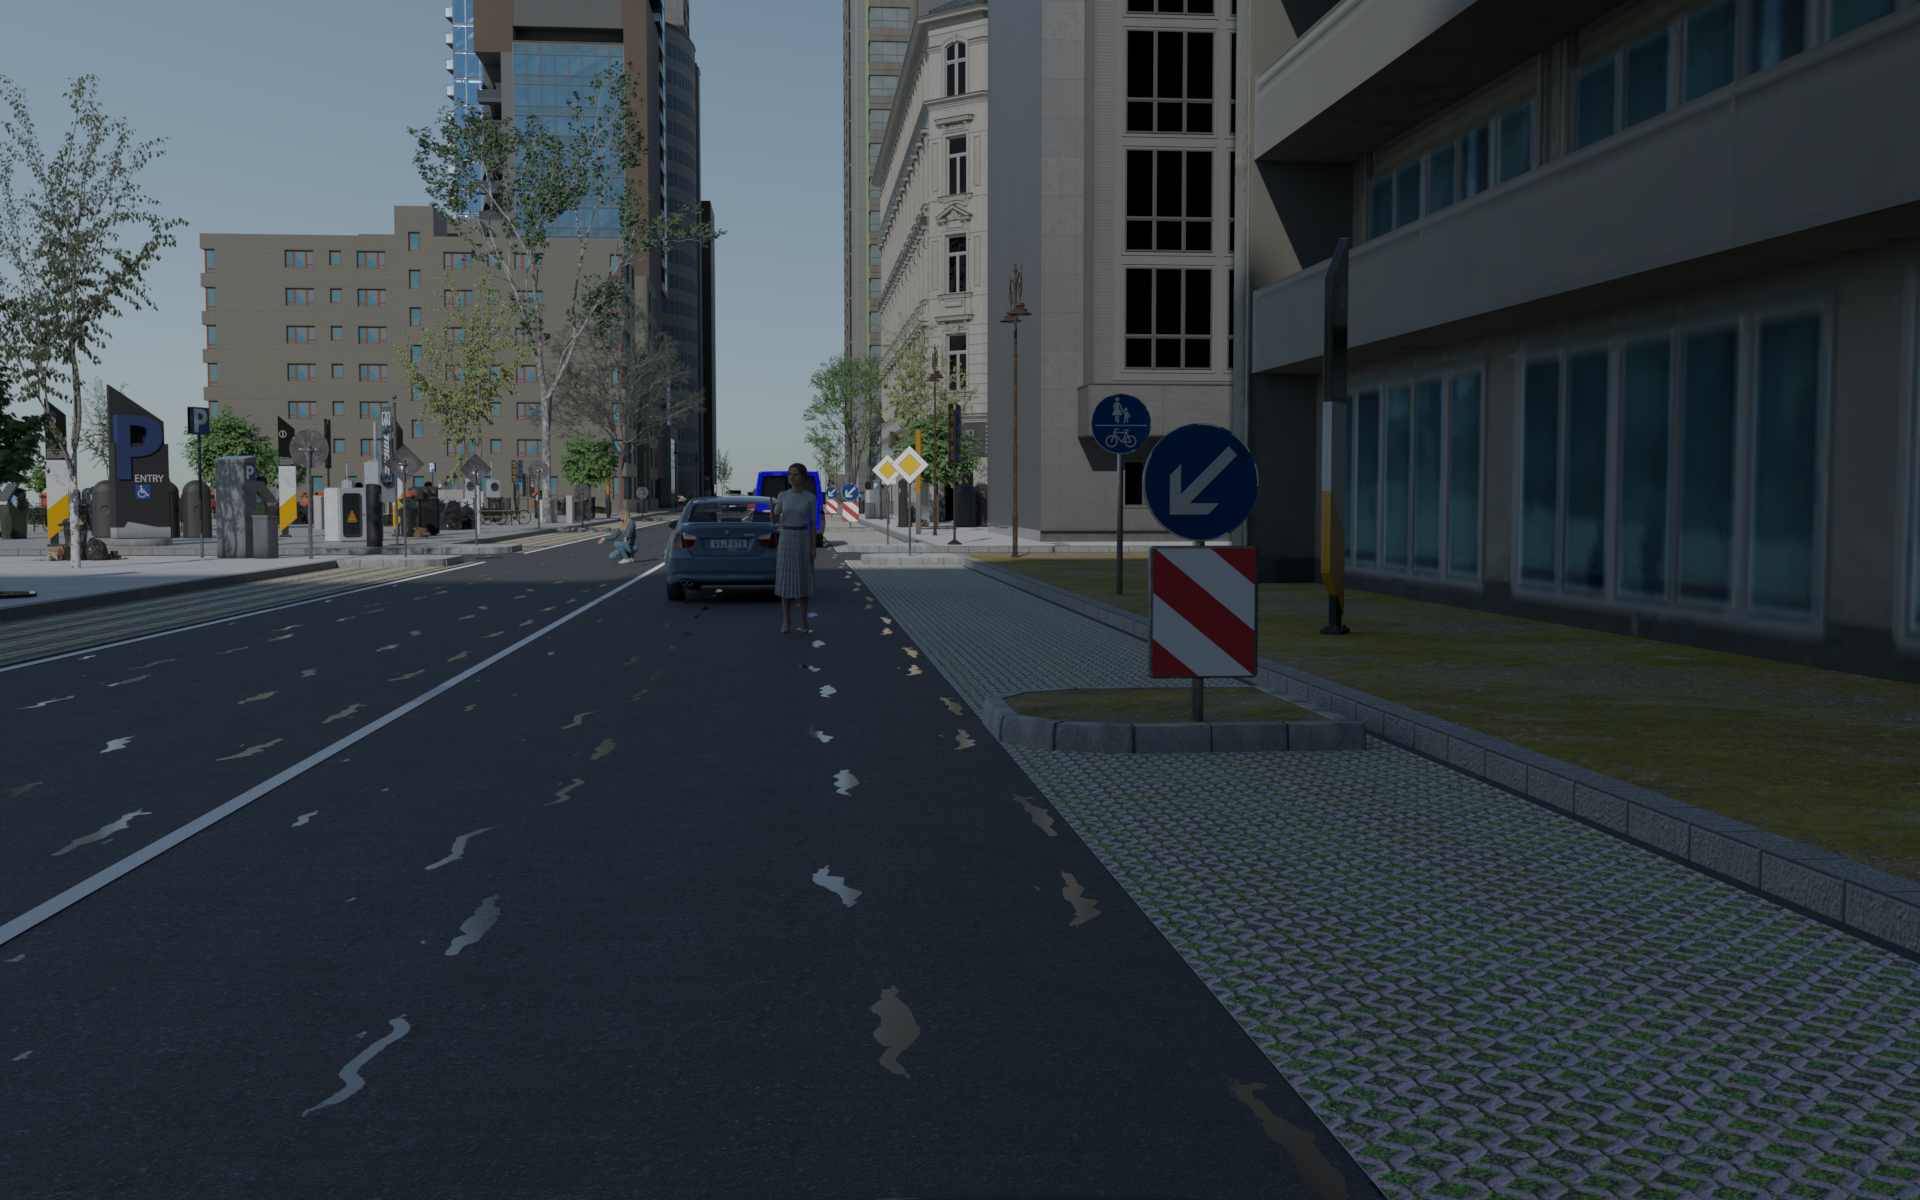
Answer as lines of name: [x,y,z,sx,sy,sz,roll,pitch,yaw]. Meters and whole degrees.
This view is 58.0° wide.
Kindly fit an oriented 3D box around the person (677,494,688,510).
person: [-19.500,-6.727,121.675,0.628,1.438,0.799,2,4,23]

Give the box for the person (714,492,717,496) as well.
person: [-26.098,-10.735,184.931,0.530,1.710,0.541,1,4,18]

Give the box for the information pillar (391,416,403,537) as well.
information pillar: [-16.949,-3.722,52.204,0.504,3.616,0.183,3,4,38]

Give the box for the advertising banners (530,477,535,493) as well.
advertising banners: [-28.169,-7.333,116.076,0.090,3.025,2.074,2,4,27]

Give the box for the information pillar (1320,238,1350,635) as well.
information pillar: [3.411,-1.492,15.751,0.183,3.616,0.504,2,4,28]

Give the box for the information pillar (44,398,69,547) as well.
information pillar: [-22.036,-3.112,42.230,0.504,3.616,0.183,-2,4,-26]

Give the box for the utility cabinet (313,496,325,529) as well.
utility cabinet: [-23.342,-3.193,63.372,0.306,1.237,1.020,0,4,-3]

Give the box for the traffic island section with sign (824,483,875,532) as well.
traffic island section with sign: [-4.267,-3.467,65.319,1.989,1.847,2.006,0,4,-6]

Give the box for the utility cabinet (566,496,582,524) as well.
utility cabinet: [-16.879,-3.950,75.743,0.306,1.237,1.020,1,4,11]

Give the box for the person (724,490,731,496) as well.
person: [-16.586,-7.008,124.015,0.756,1.711,0.436,-2,4,-32]

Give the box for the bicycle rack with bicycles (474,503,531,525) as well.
bicycle rack with bicycles: [-19.445,-3.569,71.739,2.925,0.926,2.852,0,4,-3]

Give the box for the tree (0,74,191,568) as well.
tree: [-15.539,-4.850,29.663,4.360,8.622,3.978,0,3,0]

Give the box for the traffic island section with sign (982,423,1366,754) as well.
traffic island section with sign: [1.172,-0.112,10.462,1.989,1.847,2.006,0,4,-6]

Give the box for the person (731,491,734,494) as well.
person: [-26.675,-11.890,202.843,1.348,1.831,0.705,1,4,21]

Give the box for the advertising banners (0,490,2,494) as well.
advertising banners: [-41.933,-4.860,75.648,0.090,3.025,2.074,-2,4,-25]

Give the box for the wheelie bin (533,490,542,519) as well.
wheelie bin: [-21.975,-5.059,90.629,0.693,1.594,0.980,-1,4,-14]

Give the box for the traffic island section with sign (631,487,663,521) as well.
traffic island section with sign: [-16.932,-5.132,92.533,1.989,1.847,2.006,0,4,-6]

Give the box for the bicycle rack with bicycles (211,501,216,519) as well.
bicycle rack with bicycles: [-38.614,-4.612,88.783,2.852,0.926,2.925,2,4,32]

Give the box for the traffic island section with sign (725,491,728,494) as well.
traffic island section with sign: [-32.687,-14.852,251.459,1.989,1.847,2.006,0,4,-6]

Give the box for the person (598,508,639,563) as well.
person: [-7.000,-1.340,35.910,0.738,1.151,1.012,-2,4,-30]

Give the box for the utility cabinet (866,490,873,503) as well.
utility cabinet: [-4.523,-5.093,91.942,0.318,1.500,1.173,2,4,35]

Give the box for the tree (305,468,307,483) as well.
tree: [-39.784,-7.219,101.752,4.285,4.588,4.351,0,3,0]

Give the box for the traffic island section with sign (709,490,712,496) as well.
traffic island section with sign: [-24.496,-9.805,168.945,1.989,1.847,2.006,0,4,-6]

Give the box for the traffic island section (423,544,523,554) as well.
traffic island section: [-12.001,-1.262,42.916,2.009,0.180,2.903,0,4,-6]

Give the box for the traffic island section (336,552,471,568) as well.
traffic island section: [-11.213,-0.776,34.970,2.009,0.180,2.903,0,4,-6]

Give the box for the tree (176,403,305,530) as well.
tree: [-26.447,-4.809,62.343,4.285,4.588,4.351,0,3,0]

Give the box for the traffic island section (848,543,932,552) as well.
traffic island section: [-1.809,-1.323,43.918,2.009,0.180,2.903,0,4,-6]

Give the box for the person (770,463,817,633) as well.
person: [-1.717,-0.536,17.839,0.480,1.755,0.524,0,4,-2]

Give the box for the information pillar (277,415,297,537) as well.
information pillar: [-19.990,-3.675,51.440,0.504,3.616,0.183,-1,4,-12]

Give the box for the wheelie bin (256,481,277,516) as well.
wheelie bin: [-17.496,-2.158,43.190,0.693,1.594,0.980,0,4,2]

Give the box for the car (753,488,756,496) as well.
car: [-10.501,-5.266,94.766,2.281,1.827,5.304,0,4,-4]

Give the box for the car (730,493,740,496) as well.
car: [-17.726,-7.653,134.904,2.009,1.686,4.222,0,4,-7]

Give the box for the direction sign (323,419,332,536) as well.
direction sign: [-19.106,-3.694,52.397,0.379,3.537,0.876,-1,4,-9]

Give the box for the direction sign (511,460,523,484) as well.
direction sign: [-29.610,-7.576,115.857,0.876,3.537,0.379,1,4,20]

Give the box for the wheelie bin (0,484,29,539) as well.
wheelie bin: [-27.209,-2.561,49.787,0.980,1.594,0.693,2,4,35]

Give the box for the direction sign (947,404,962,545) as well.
direction sign: [-0.137,-3.167,43.776,0.379,3.537,0.876,1,4,20]

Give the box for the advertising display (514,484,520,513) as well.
advertising display: [-28.255,-6.434,110.410,0.123,1.923,0.974,0,4,0]

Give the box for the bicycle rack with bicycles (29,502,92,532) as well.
bicycle rack with bicycles: [-30.472,-2.830,59.647,2.852,0.926,2.925,-1,4,-11]

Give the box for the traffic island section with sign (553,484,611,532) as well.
traffic island section with sign: [-14.248,-3.475,65.450,1.989,1.847,2.006,0,4,-6]

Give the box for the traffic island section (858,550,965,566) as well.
traffic island section: [-1.021,-0.837,35.971,2.009,0.180,2.903,0,4,-6]

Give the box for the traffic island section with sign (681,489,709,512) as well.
traffic island section with sign: [-21.849,-8.165,142.120,1.989,1.847,2.006,0,4,-6]

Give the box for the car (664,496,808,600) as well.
car: [-3.182,-0.775,24.679,2.014,1.417,4.499,0,4,-4]

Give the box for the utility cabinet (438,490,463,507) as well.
utility cabinet: [-25.857,-4.851,87.989,1.173,1.500,0.318,-2,4,-32]
